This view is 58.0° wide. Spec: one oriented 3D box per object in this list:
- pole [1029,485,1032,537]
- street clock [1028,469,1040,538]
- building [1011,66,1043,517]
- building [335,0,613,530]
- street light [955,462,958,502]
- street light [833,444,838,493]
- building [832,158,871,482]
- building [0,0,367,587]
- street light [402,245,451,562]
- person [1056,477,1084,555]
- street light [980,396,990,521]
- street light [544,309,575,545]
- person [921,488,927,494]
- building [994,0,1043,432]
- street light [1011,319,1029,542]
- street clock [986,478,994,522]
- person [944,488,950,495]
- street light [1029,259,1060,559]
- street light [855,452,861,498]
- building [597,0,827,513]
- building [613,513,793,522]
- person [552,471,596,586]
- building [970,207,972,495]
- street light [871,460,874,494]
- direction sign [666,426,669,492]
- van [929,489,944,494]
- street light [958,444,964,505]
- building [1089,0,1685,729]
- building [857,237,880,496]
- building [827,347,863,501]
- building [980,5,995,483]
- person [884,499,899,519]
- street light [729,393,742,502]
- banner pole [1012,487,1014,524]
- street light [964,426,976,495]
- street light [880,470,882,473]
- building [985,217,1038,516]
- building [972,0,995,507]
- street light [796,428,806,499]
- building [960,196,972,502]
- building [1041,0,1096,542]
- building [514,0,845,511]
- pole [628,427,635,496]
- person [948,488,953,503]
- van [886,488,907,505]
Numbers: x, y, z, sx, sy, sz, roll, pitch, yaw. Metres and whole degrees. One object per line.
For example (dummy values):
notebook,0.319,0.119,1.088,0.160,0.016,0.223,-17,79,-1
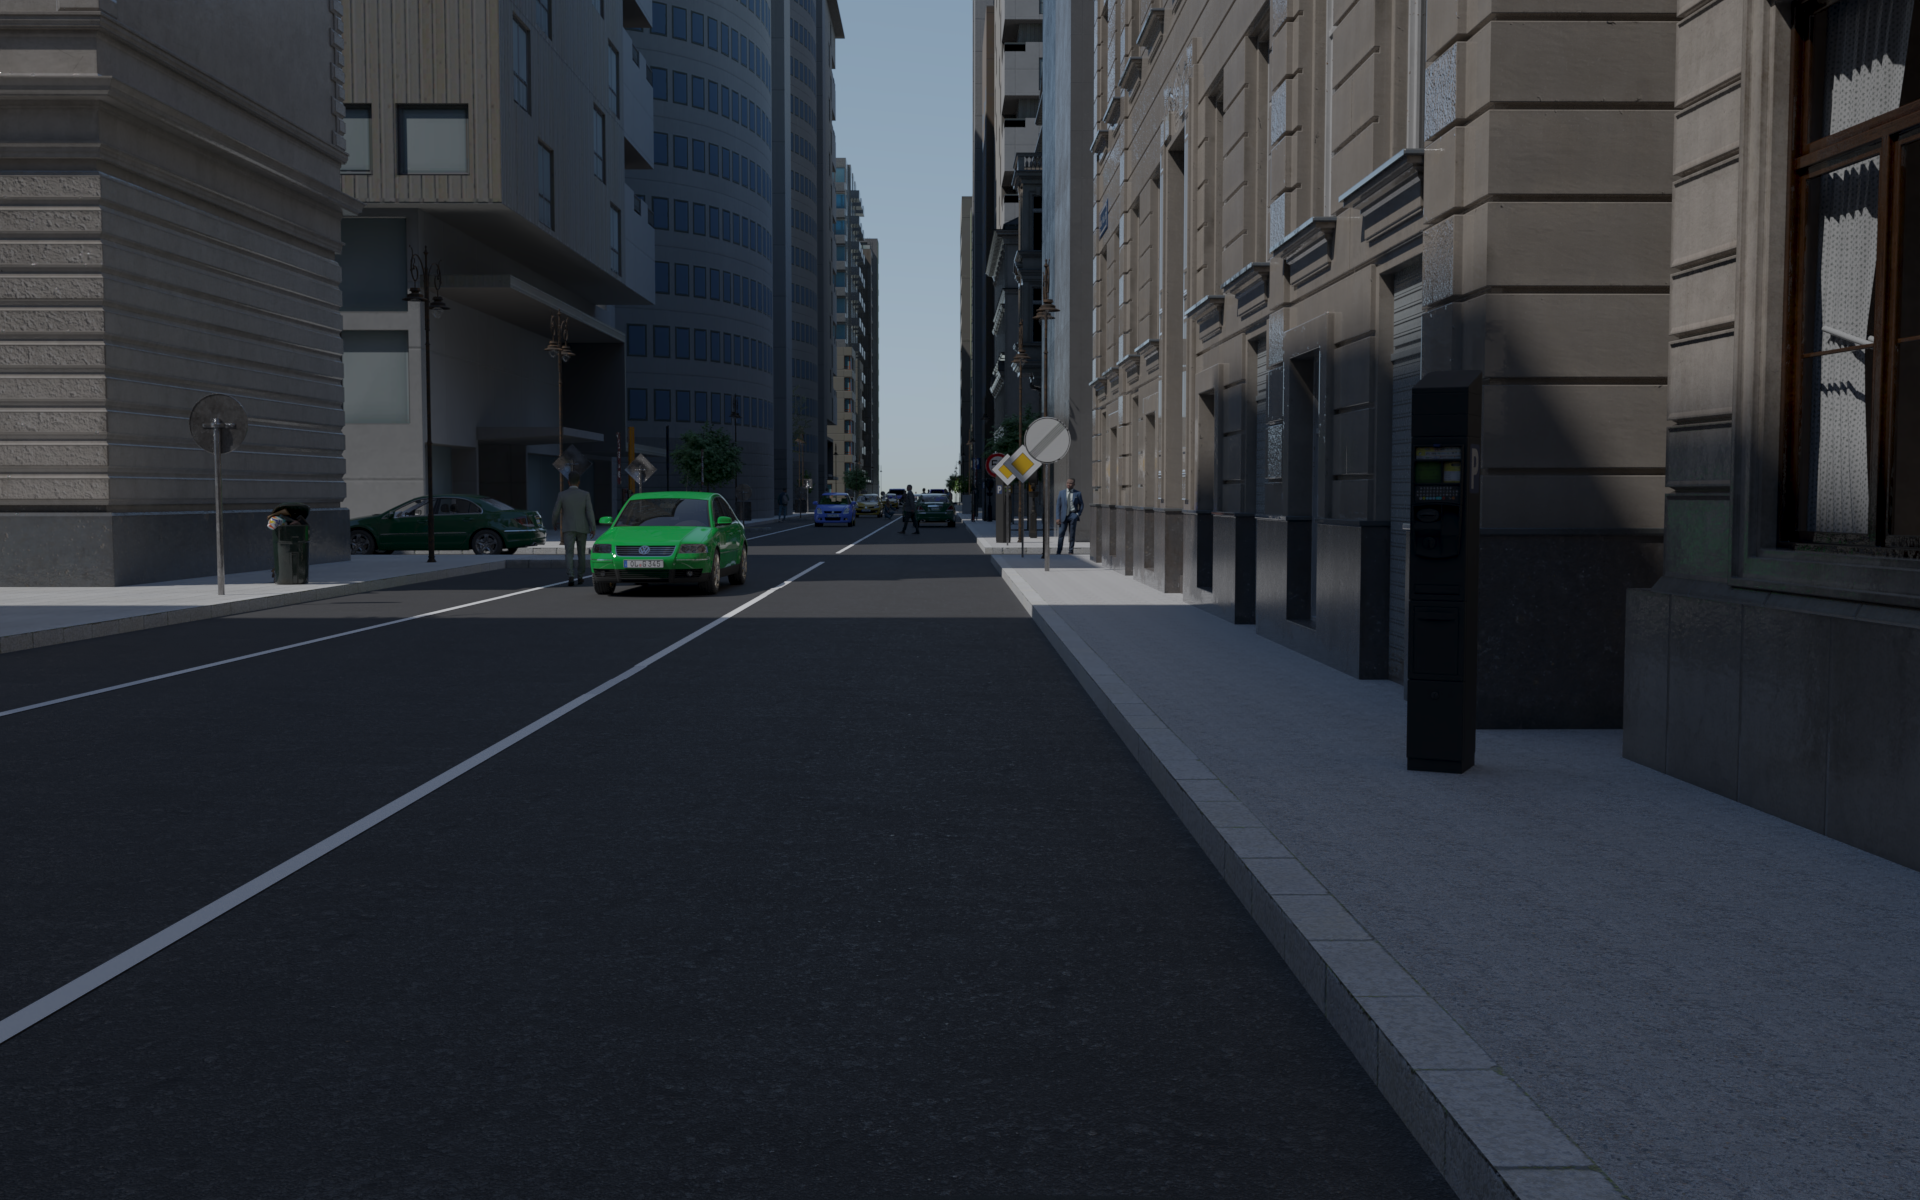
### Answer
pole,2.138,-3.544,51.795,0.158,3.312,0.155,0,3,0
street clock,2.136,-2.793,50.239,0.358,2.002,0.471,1,4,10
building,9.708,-16.013,80.889,14.460,24.649,34.723,0,4,-1
building,-25.163,-28.526,55.636,28.713,52.752,27.495,0,4,-1
street light,-0.074,-13.551,194.347,0.468,5.910,1.993,0,4,-1
street light,-11.168,-11.203,155.963,0.468,5.910,1.993,0,4,-1
building,-25.008,-38.353,246.683,23.786,49.044,30.456,0,4,-1
building,-20.930,-12.166,27.799,19.941,23.489,11.050,0,4,-1
street light,-9.929,-3.644,32.368,0.468,5.910,1.993,0,4,-1
person,2.411,-1.837,38.715,0.721,1.800,0.419,0,4,1
street light,1.189,-6.657,81.623,0.468,5.910,1.993,0,4,-1
street light,-9.989,-4.316,43.358,0.468,5.910,1.993,0,4,-1
person,-1.929,-5.259,94.903,0.576,1.772,0.534,-2,4,-28
building,16.491,-33.458,136.273,28.713,52.752,27.495,0,4,-1
street light,1.604,-4.468,45.844,0.468,5.910,1.993,0,4,-1
street clock,1.377,-4.611,79.966,0.358,2.002,0.471,-1,4,-20
person,-0.771,-6.174,109.703,0.793,1.790,0.793,-3,5,-42
street light,1.693,-3.757,34.222,0.468,5.910,1.993,0,4,-1
street light,-11.729,-14.068,202.797,0.468,5.910,1.993,0,4,-1
building,-22.694,-36.924,145.703,21.231,58.520,28.212,0,4,-1
building,-20.677,-33.596,91.297,21.231,58.520,28.212,0,4,-1
person,-6.073,-1.130,27.250,0.678,1.792,0.850,-1,4,-13
building,8.498,-34.550,248.486,14.154,41.232,14.086,0,4,-1
street light,-12.029,-16.248,238.439,0.468,5.910,1.993,0,4,-1
direction sign,-9.735,-4.020,57.719,0.379,3.537,0.876,-1,4,-14
van,-2.775,-12.292,205.353,2.240,2.365,5.245,0,4,-2
street light,0.318,-11.371,158.707,0.468,5.910,1.993,0,4,-1
building,8.288,-13.669,20.755,12.463,27.353,25.104,0,4,-1
building,-19.834,-35.817,269.209,14.154,41.232,14.086,0,4,-1
building,-26.651,-22.804,217.882,27.650,21.520,28.899,0,4,-1
building,9.091,-31.039,157.593,14.600,45.320,14.200,0,4,-1
person,-3.918,-5.128,97.836,1.012,1.151,0.738,-3,5,-43
street light,-10.319,-6.541,79.739,0.468,5.910,1.993,0,4,-1
banner pole,2.025,-5.083,73.130,0.863,3.779,0.401,1,4,13
street light,0.684,-9.191,123.066,0.468,5.910,1.993,0,4,-1
street light,-12.524,-18.476,274.862,0.468,5.910,1.993,0,4,-1
building,7.072,-14.893,108.125,10.561,19.102,19.286,0,4,-1
building,11.759,-38.923,178.387,21.231,58.520,28.212,0,4,-1
street light,-10.867,-8.998,119.912,0.468,5.910,1.993,0,4,-1
building,10.778,-39.310,266.426,21.300,48.544,21.600,0,4,-1
building,17.721,-14.166,50.683,30.058,24.678,14.314,0,4,-1
building,-26.469,-35.769,174.065,28.713,52.752,27.495,0,4,-1
pole,-9.983,-3.597,52.657,0.158,3.312,0.155,0,3,0
person,-0.565,-5.262,94.870,0.374,1.781,0.599,1,4,11
van,-6.501,-10.759,180.300,2.240,2.365,5.245,0,4,1
